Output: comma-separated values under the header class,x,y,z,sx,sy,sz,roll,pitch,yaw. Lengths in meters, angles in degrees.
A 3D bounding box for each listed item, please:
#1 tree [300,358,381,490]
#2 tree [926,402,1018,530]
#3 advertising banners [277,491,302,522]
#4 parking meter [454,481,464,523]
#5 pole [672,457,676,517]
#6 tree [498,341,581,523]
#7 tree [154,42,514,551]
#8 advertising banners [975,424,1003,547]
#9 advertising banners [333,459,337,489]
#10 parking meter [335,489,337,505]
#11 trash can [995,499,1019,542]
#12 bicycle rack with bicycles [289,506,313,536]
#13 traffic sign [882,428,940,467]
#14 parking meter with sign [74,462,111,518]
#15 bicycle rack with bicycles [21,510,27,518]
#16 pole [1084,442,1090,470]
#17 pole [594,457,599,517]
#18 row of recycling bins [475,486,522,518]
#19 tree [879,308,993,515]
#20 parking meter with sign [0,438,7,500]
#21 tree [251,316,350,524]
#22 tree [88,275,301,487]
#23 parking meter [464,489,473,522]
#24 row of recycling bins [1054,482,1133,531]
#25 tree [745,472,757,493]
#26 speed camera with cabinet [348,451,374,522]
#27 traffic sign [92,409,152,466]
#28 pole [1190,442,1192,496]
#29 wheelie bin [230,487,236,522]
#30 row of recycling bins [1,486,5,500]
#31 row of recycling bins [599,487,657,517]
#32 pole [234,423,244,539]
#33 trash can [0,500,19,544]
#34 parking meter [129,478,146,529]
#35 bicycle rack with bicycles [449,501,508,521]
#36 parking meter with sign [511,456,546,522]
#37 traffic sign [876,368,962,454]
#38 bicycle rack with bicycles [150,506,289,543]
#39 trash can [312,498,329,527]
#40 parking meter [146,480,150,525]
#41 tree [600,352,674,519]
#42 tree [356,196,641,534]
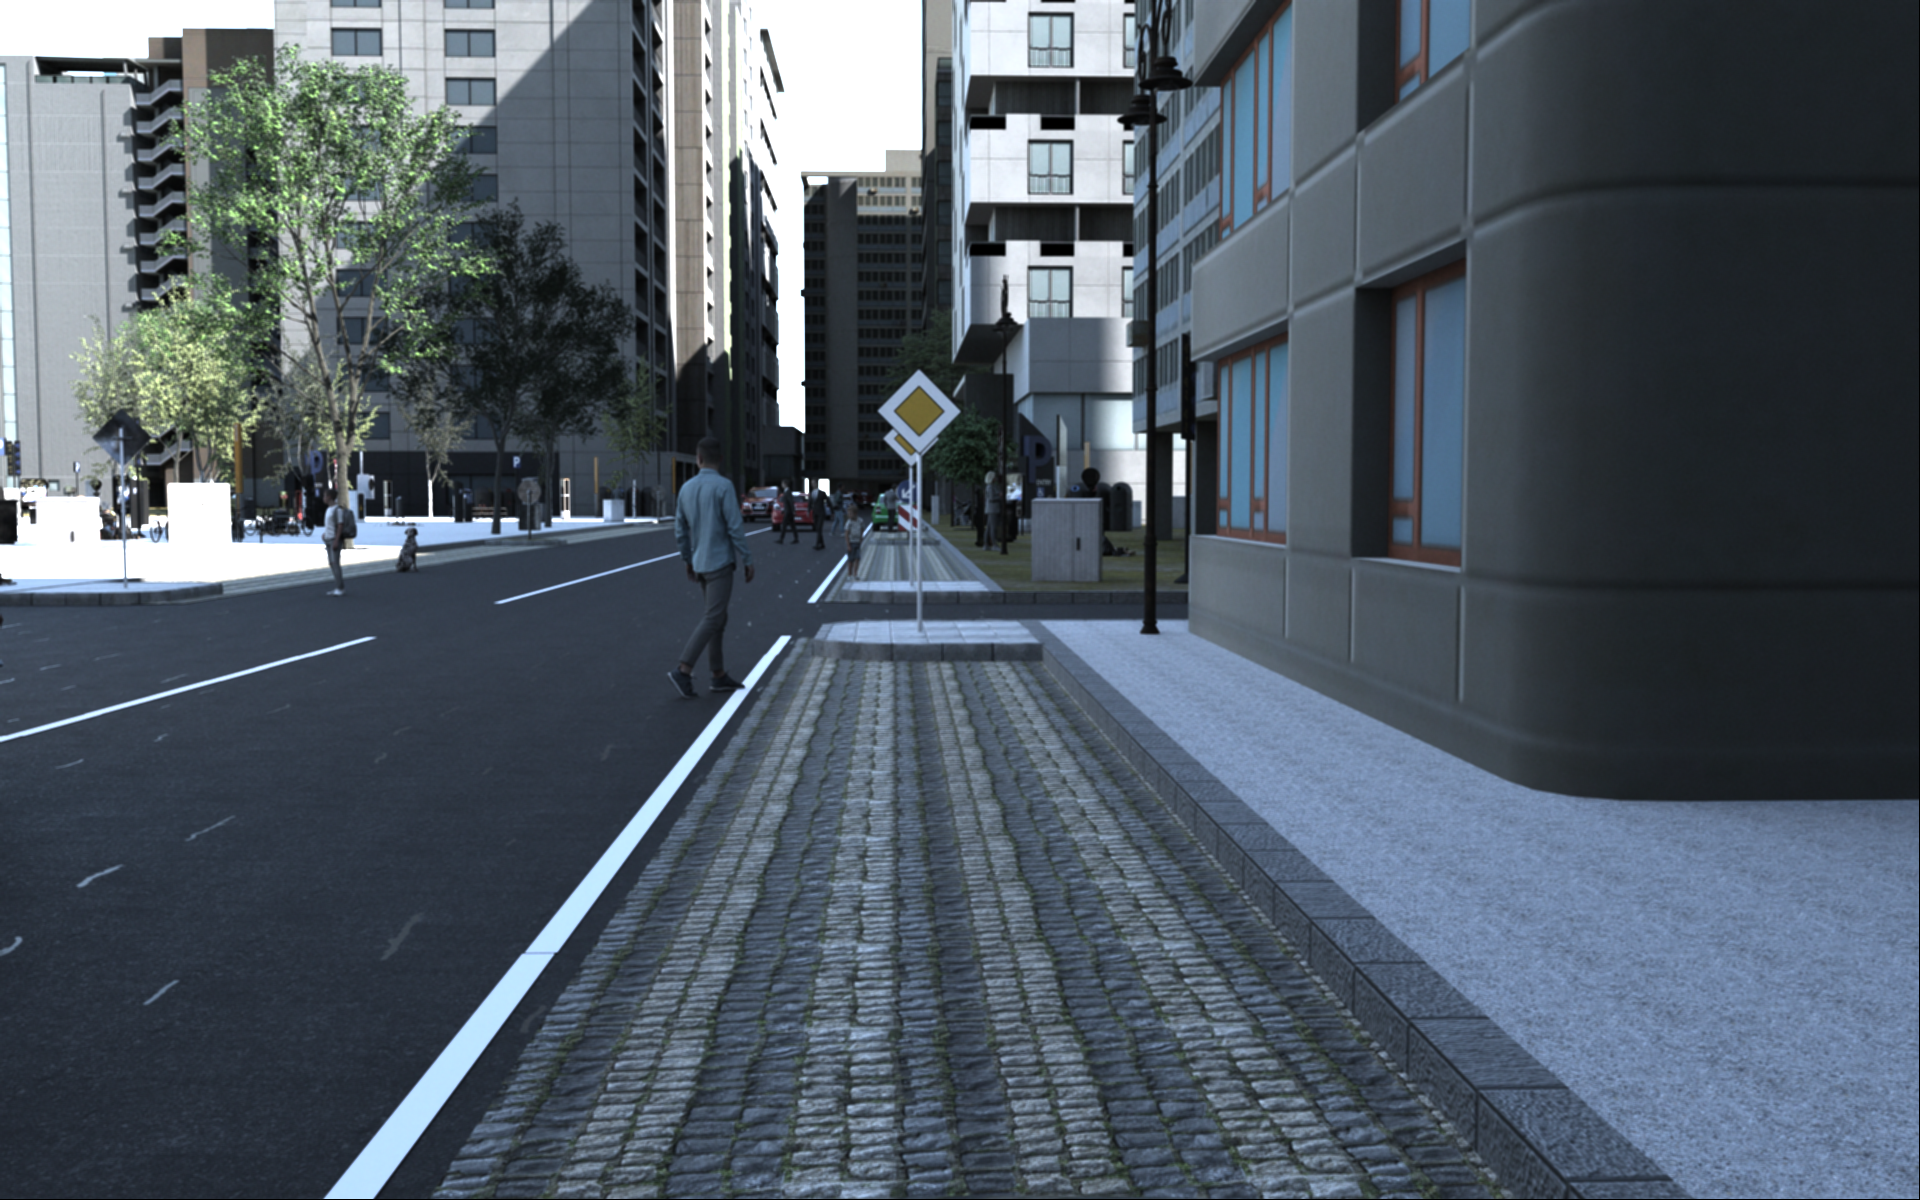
class,x,y,z,sx,sy,sz,roll,pitch,yaw
tree,-33.291,-8.668,92.085,4.737,8.622,4.395,0,3,0
tree,0.489,-4.779,61.847,4.285,4.588,4.351,0,3,0
advertising banners,-30.734,-5.168,80.690,2.074,3.025,0.090,-1,4,-11
parking meter,-22.595,-4.427,78.099,0.255,1.863,0.399,2,4,27
pole,-15.775,-6.221,95.560,0.158,3.312,0.155,0,3,0
tree,-18.155,-7.652,75.466,4.360,8.622,3.978,0,3,0
tree,-14.186,-6.969,39.695,9.928,11.665,9.643,0,3,0
advertising banners,0.770,-2.860,42.949,0.090,3.025,2.074,1,4,21
advertising banners,-30.554,-5.519,86.426,0.090,3.025,2.074,1,4,19
parking meter,-34.256,-5.285,94.815,0.372,1.533,0.369,0,3,0
trash can,1.203,-2.111,46.170,0.748,1.137,0.748,0,3,0
bicycle rack with bicycles,-21.373,-2.409,52.774,2.852,0.926,2.925,-3,5,-42
traffic sign,-0.659,-1.338,24.065,0.795,2.593,0.064,0,4,-2
parking meter with sign,-47.292,-6.007,94.480,1.738,3.016,0.543,0,4,-5
bicycle rack with bicycles,-52.054,-4.938,94.114,2.852,0.926,2.925,-1,4,-20
pole,4.952,-4.512,67.620,0.158,3.312,0.155,0,3,0
pole,-19.928,-6.187,94.993,0.158,3.312,0.155,0,3,0
row of recycling bins,-25.430,-5.408,95.540,1.069,1.692,3.534,2,4,26
tree,-1.164,-11.476,105.756,7.486,12.596,7.792,0,3,0
parking meter with sign,-30.013,-3.470,52.991,0.543,3.016,1.738,1,4,12
tree,-27.352,-7.439,71.991,4.360,8.622,3.978,0,3,0
tree,-25.462,-6.576,57.881,4.737,8.622,4.395,0,3,0
parking meter,-22.493,-4.329,79.196,0.372,1.533,0.369,0,3,0
row of recycling bins,4.548,-3.281,60.763,3.534,1.692,1.069,3,5,40
tree,-18.332,-9.531,150.440,1.663,3.219,1.824,0,3,0
speed camera with cabinet,-27.602,-5.218,79.645,0.660,3.252,2.038,0,4,4
traffic sign,-11.446,-1.314,23.680,0.795,2.593,0.064,0,4,-2
pole,9.018,-4.533,67.954,0.158,3.312,0.155,0,3,0
wheelie bin,-33.063,-4.311,78.397,0.693,1.594,0.980,3,5,40
row of recycling bins,-33.289,-3.042,56.847,1.069,1.692,3.534,3,5,43
row of recycling bins,-18.809,-5.524,97.431,3.534,1.692,1.069,-2,4,-33
pole,-20.750,-3.425,49.843,0.158,3.312,0.155,0,3,0
trash can,-24.420,-1.993,44.243,0.748,1.137,0.748,0,3,0
parking meter,-30.264,-3.541,63.608,0.399,1.863,0.255,-3,4,-38
bicycle rack with bicycles,-23.106,-4.284,83.429,2.925,0.926,2.852,-2,4,-26
parking meter with sign,-19.597,-5.062,79.026,1.738,3.016,0.543,2,4,26
traffic sign,-0.358,-0.850,16.086,0.795,2.593,0.064,0,4,-2
bicycle rack with bicycles,-19.487,-1.939,45.081,2.852,0.926,2.925,-3,5,-40
trash can,-25.139,-3.458,68.191,0.748,1.137,0.748,0,3,0
parking meter,-33.633,-4.017,71.384,0.399,1.863,0.255,3,4,37
tree,-16.893,-8.525,89.740,4.737,8.622,4.395,0,3,0
tree,-14.686,-7.364,54.811,8.767,10.594,7.601,-2,4,-32
